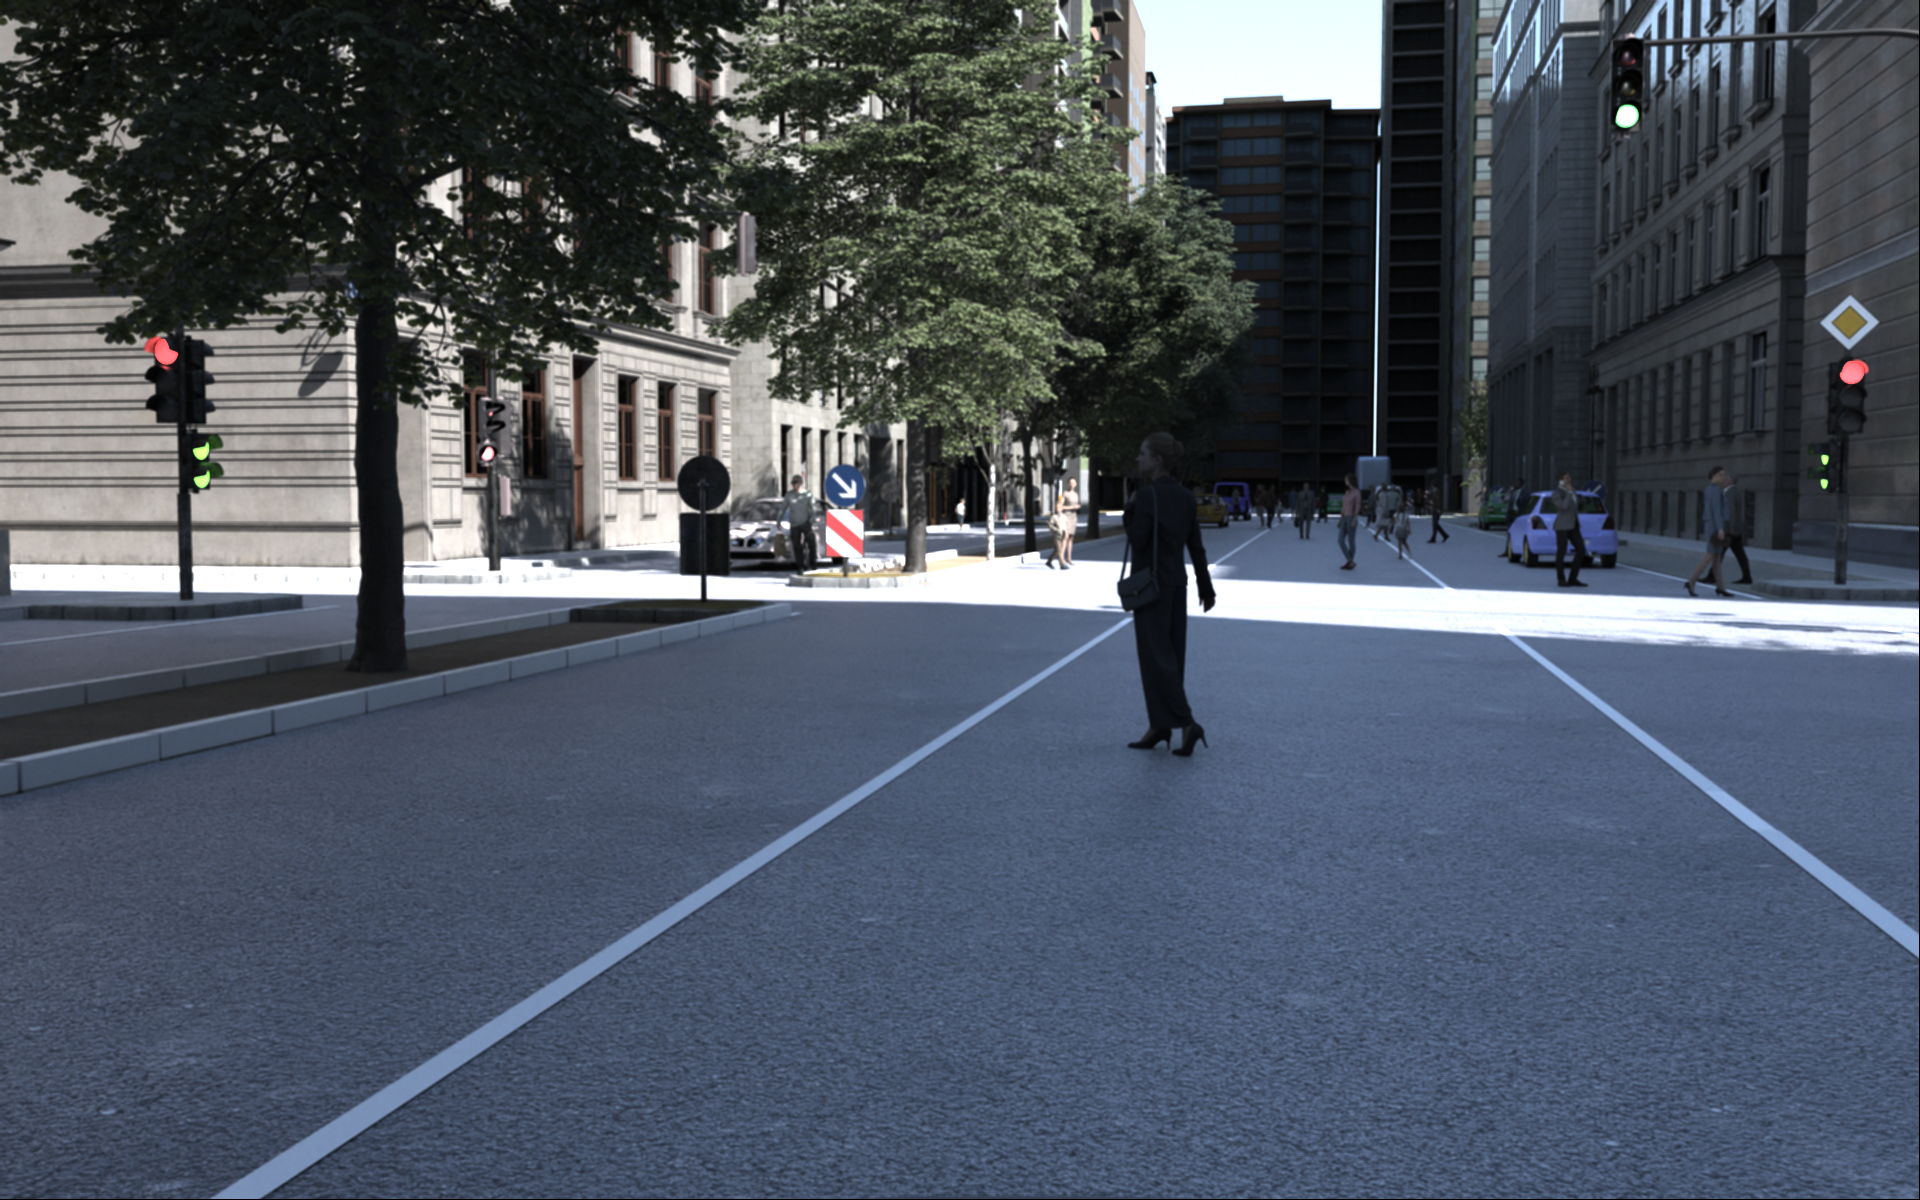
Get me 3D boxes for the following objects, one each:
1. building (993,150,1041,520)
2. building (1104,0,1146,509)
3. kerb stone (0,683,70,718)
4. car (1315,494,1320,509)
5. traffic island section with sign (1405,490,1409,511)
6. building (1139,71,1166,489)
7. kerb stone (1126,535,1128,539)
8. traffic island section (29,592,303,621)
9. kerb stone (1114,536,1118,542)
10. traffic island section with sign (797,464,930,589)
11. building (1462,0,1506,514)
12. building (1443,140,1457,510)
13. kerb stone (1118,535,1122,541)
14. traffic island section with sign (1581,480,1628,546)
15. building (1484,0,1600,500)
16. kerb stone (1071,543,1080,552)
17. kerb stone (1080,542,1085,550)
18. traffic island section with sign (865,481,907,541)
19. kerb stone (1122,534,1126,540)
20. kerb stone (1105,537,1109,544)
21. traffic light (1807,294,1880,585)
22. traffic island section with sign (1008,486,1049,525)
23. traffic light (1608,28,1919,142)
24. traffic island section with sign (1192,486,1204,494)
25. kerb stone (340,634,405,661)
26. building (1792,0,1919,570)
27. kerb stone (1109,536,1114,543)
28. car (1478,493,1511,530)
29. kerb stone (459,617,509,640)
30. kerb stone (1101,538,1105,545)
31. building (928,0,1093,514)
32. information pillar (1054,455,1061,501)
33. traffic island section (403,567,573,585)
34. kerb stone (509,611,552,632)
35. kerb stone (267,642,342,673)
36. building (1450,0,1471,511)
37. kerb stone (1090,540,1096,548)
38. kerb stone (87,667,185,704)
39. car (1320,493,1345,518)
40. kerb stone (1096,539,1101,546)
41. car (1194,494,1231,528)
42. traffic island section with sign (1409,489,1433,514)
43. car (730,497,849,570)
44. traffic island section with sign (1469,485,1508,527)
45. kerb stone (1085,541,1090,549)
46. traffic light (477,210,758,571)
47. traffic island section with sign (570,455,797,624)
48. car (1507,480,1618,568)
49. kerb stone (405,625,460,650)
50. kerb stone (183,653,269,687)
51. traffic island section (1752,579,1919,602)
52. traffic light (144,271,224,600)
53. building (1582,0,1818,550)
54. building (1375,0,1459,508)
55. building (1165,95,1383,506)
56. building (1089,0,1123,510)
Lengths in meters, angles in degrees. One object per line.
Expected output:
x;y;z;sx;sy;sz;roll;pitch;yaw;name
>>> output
-2.203;-14.405;90.272;10.420;20.320;16.860;1;4;12;building
8.793;-30.800;153.692;14.600;45.320;14.200;1;4;12;building
-6.091;0.669;11.255;0.120;0.150;1.000;1;4;12;kerb stone
35.131;-9.641;166.672;2.155;1.783;4.494;1;4;12;car
38.974;-8.683;150.587;1.989;1.847;2.006;1;4;12;traffic island section with sign
12.977;-29.833;171.364;14.086;41.232;14.154;1;4;12;building
5.125;-1.974;54.471;0.120;0.150;1.000;1;4;12;kerb stone
-9.409;0.076;21.045;2.009;0.180;2.903;1;4;12;traffic island section
4.489;-1.790;51.455;0.120;0.150;1.000;1;4;12;kerb stone
-1.638;-1.168;27.228;2.006;1.907;1.989;1;4;12;traffic island section with sign
40.831;-26.379;114.890;14.154;41.232;14.086;1;4;12;building
47.215;-22.694;142.740;14.160;30.474;14.107;1;4;12;building
4.704;-1.851;52.455;0.120;0.150;1.000;1;4;12;kerb stone
17.635;-2.458;48.824;1.989;1.847;2.006;1;4;12;traffic island section with sign
32.008;-18.609;81.749;11.434;29.767;29.804;1;4;12;building
2.811;-1.297;43.423;0.120;0.150;1.000;1;4;12;kerb stone
3.027;-1.356;44.423;0.120;0.150;1.000;1;4;12;kerb stone
-2.234;-2.752;53.626;1.989;1.847;2.006;1;4;12;traffic island section with sign
4.917;-1.913;53.465;0.120;0.150;1.000;1;4;12;kerb stone
4.072;-1.666;49.446;0.120;0.150;1.000;1;4;12;kerb stone
12.494;-2.176;24.505;0.839;4.253;0.868;1;4;12;traffic light
3.372;-4.387;80.356;1.989;1.847;2.006;1;4;12;traffic island section with sign
8.788;-2.588;16.979;4.771;5.953;1.251;1;4;12;traffic light
13.785;-5.666;100.773;2.006;1.907;1.989;1;4;12;traffic island section with sign
-5.235;0.422;15.291;0.120;0.150;1.000;1;4;12;kerb stone
26.027;-14.803;27.936;20.117;28.700;13.634;1;4;12;building
4.285;-1.728;50.453;0.120;0.150;1.000;1;4;12;kerb stone
21.671;-3.682;68.991;1.959;1.807;4.718;1;4;13;car
-4.820;0.301;17.296;0.120;0.150;1.000;1;4;12;kerb stone
3.862;-1.604;48.441;0.120;0.150;1.000;1;4;12;kerb stone
0.611;-26.169;111.459;14.154;41.232;14.086;1;4;12;building
5.799;-6.818;102.837;0.504;3.616;0.183;-2;4;-34;information pillar
-7.769;-0.402;28.860;2.009;0.180;2.903;1;4;12;traffic island section
-4.617;0.240;18.297;0.120;0.150;1.000;1;4;12;kerb stone
-5.447;0.484;14.279;0.120;0.150;1.000;1;4;12;kerb stone
44.427;-29.255;128.436;14.600;45.320;14.200;1;4;12;building
3.443;-1.483;46.435;0.120;0.150;1.000;1;4;12;kerb stone
-5.878;0.609;12.259;0.120;0.150;1.000;1;4;12;kerb stone
22.437;-5.790;103.458;1.959;1.807;4.718;1;4;13;car
3.660;-1.541;47.434;0.120;0.150;1.000;1;4;12;kerb stone
10.708;-3.971;75.143;2.015;1.641;3.980;1;4;13;car
33.442;-7.069;124.203;1.989;1.847;2.006;1;4;12;traffic island section with sign
-3.496;-1.347;34.389;2.083;1.381;4.827;1;4;11;car
23.167;-4.072;75.207;1.989;1.847;2.006;1;4;12;traffic island section with sign
3.230;-1.421;45.429;0.120;0.150;1.000;1;4;12;kerb stone
-5.666;-3.282;28.323;4.771;5.953;1.251;1;4;12;traffic light
-3.168;-0.724;19.980;2.006;1.907;1.989;1;4;12;traffic island section with sign
12.103;-1.551;34.948;1.945;1.707;3.694;1;4;10;car
-5.024;0.361;16.293;0.120;0.150;1.000;1;4;12;kerb stone
-5.666;0.550;13.271;0.120;0.150;1.000;1;4;12;kerb stone
12.531;-0.143;24.611;2.009;0.180;2.903;1;4;12;traffic island section
-9.372;-1.956;20.902;0.839;4.253;0.868;1;4;12;traffic light
28.643;-13.342;51.432;16.112;22.955;30.059;1;4;12;building
55.961;-45.783;186.800;20.611;71.187;20.563;1;4;12;building
31.970;-32.973;193.727;28.867;44.769;22.147;1;4;12;building
0.610;-29.287;133.460;22.147;44.769;28.867;1;4;12;building
